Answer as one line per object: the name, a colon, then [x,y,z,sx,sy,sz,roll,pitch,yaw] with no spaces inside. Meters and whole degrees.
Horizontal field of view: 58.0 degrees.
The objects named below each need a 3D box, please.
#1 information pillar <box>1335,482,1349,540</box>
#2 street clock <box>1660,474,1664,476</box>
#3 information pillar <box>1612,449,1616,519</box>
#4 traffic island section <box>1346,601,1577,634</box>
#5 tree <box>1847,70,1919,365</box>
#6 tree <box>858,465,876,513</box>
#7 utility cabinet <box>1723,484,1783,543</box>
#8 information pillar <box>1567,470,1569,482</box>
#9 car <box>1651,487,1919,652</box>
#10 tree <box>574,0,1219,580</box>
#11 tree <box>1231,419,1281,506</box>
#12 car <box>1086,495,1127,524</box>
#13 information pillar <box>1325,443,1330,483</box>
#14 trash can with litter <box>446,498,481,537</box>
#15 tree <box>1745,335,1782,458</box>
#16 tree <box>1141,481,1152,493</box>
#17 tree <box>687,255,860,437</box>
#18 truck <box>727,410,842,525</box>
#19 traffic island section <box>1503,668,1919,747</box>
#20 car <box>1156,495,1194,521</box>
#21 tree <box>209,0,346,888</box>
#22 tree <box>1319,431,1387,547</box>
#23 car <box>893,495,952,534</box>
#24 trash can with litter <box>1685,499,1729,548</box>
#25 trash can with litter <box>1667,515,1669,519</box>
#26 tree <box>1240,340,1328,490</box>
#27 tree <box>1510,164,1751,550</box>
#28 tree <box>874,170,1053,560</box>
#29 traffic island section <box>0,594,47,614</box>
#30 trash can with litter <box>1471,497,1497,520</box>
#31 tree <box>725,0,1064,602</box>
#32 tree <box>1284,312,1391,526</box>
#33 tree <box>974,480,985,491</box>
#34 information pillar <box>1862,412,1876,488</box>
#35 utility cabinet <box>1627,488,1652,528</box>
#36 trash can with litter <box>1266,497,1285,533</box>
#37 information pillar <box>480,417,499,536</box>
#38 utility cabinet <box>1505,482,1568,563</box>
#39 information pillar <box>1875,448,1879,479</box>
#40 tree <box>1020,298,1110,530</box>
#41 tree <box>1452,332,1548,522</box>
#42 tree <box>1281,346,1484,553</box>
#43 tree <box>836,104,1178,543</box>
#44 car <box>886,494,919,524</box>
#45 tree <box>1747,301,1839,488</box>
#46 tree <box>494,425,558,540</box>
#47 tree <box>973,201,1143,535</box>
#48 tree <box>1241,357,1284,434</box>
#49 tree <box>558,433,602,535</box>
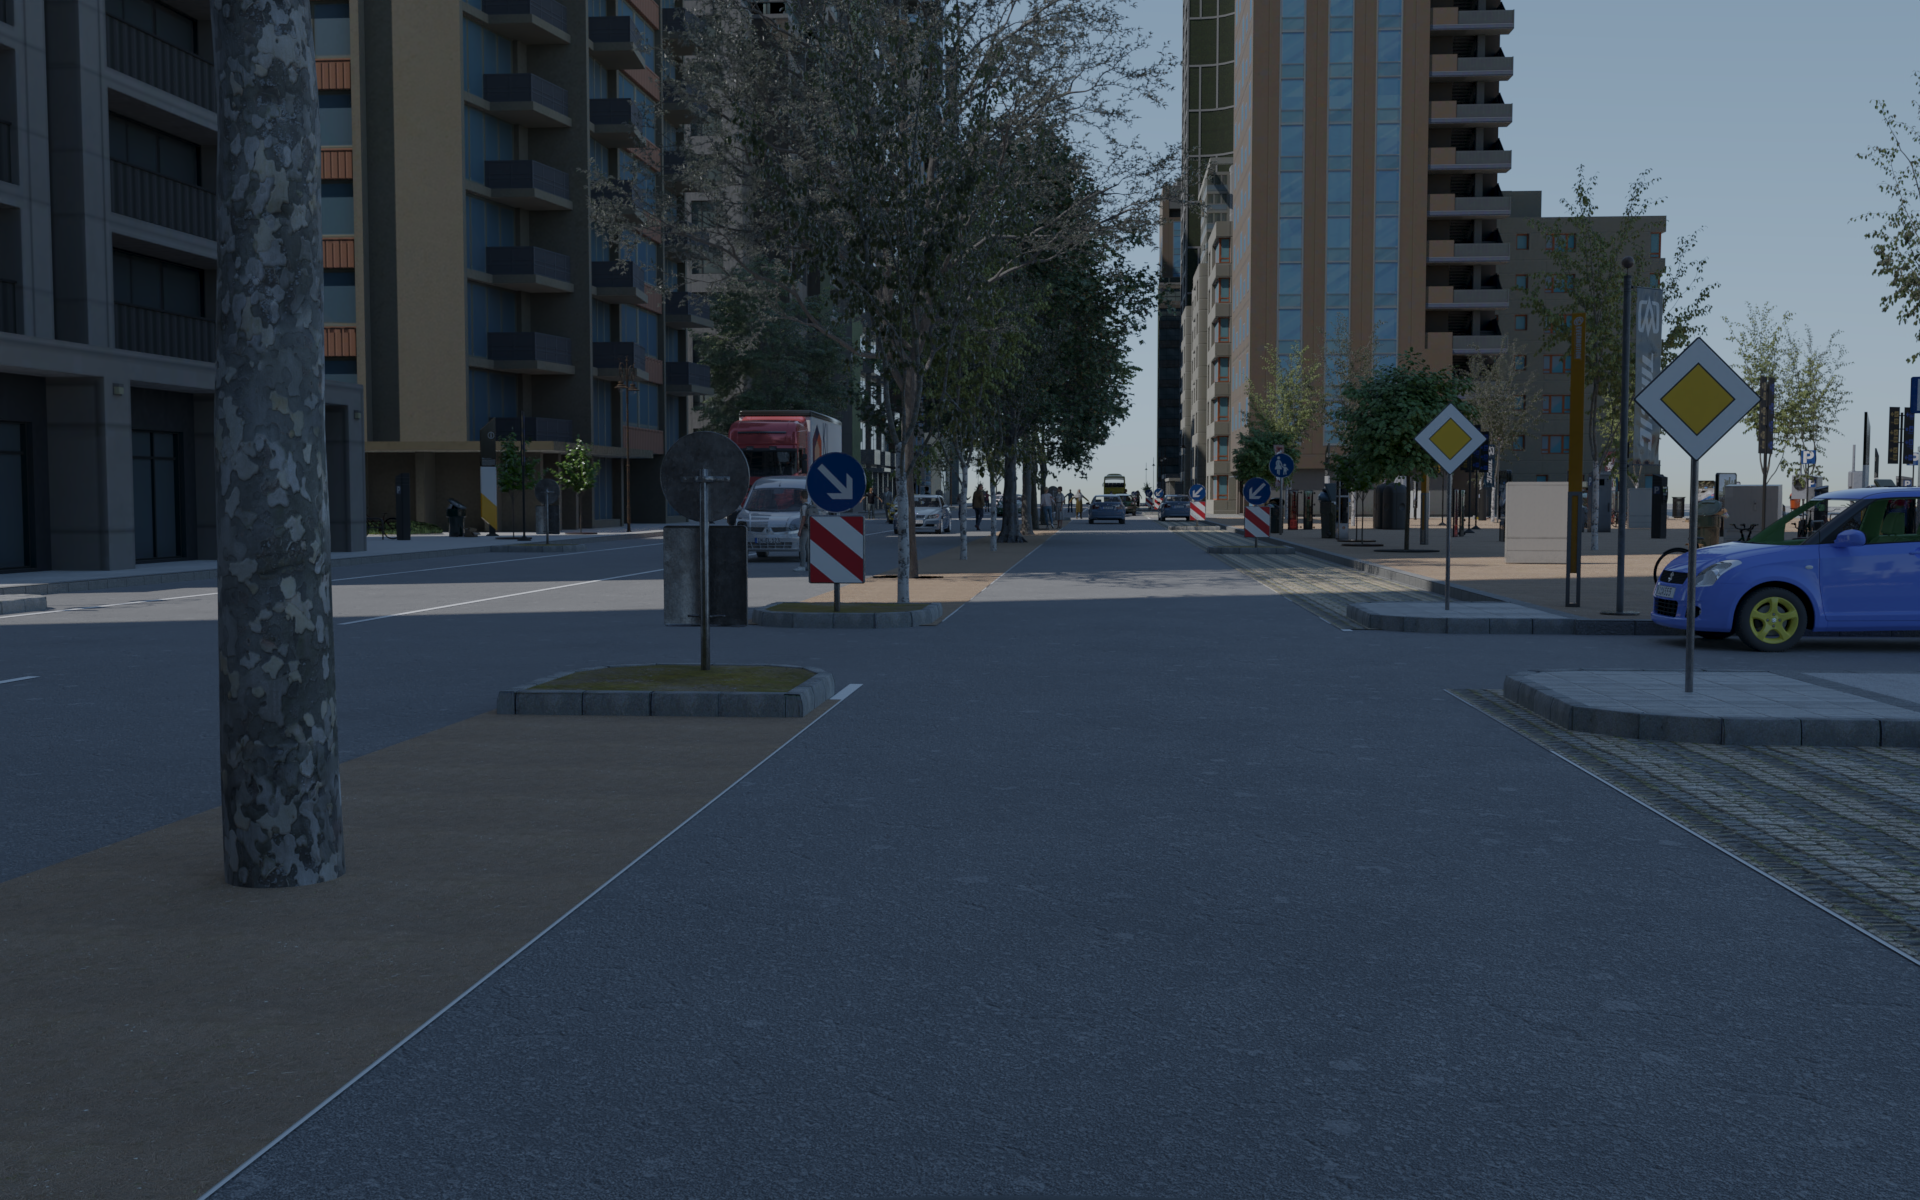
information pillar: [10.763,-2.706,48.733,0.304,2.012,0.304,0,4,-5]
street clock: [25.368,-3.567,62.889,0.358,2.002,0.471,0,4,-3]
information pillar: [33.784,-6.025,89.867,0.504,3.616,0.183,-1,4,-12]
traffic island section: [5.417,0.189,19.192,2.009,0.180,2.903,0,4,5]
tree: [17.466,-4.866,29.914,4.360,8.622,3.978,0,3,0]
tree: [-6.485,-7.440,116.242,1.663,3.219,1.824,0,3,0]
utility cabinet: [18.285,-1.913,39.959,1.173,1.500,0.318,3,5,42]
information pillar: [18.461,-2.914,52.140,0.304,2.012,0.304,-1,4,-9]
car: [8.517,-0.412,16.333,3.694,1.707,1.945,0,4,5]
tree: [-0.896,-7.111,29.092,12.009,13.543,11.850,0,3,0]
tree: [13.315,-5.617,75.559,4.285,4.588,4.351,0,3,0]
car: [7.112,-4.407,84.064,2.014,1.417,4.499,0,4,4]
information pillar: [16.774,-5.367,79.103,0.183,3.616,0.504,0,4,-5]
trash can with litter: [-14.776,-2.460,51.600,1.055,1.170,0.624,1,4,18]
tree: [36.217,-7.573,74.177,4.360,8.622,3.978,0,3,0]
tree: [26.947,-15.572,249.209,1.663,3.219,1.824,0,3,0]
tree: [-9.691,-11.268,90.883,9.857,13.997,8.962,0,3,0]
truck: [-6.034,-4.361,60.218,2.839,4.237,11.283,0,4,4]
traffic island section: [4.745,0.676,11.235,2.009,0.180,2.903,0,4,5]
car: [11.419,-4.864,91.536,2.014,1.417,4.499,0,4,4]
tree: [-1.380,-8.963,4.894,12.611,20.169,13.585,0,3,0]
tree: [9.803,-2.940,42.673,1.663,3.219,1.824,0,3,0]
car: [-1.344,-3.160,63.664,2.014,1.417,4.499,0,4,6]
trash can with litter: [15.121,-1.451,35.110,0.624,1.170,1.055,3,5,39]
trash can with litter: [35.390,-4.744,88.620,1.678,1.210,2.233,-3,4,-36]
tree: [15.484,-8.071,82.317,4.737,8.622,4.395,0,3,0]
tree: [14.734,-5.437,39.265,4.737,8.622,4.395,0,3,0]
tree: [0.056,-5.188,37.648,4.737,8.622,4.395,0,3,0]
traffic island section: [-12.411,0.097,20.697,2.009,0.180,2.903,0,4,5]
trash can with litter: [26.757,-4.665,87.332,2.233,1.210,1.678,2,4,25]
tree: [-0.704,-4.166,20.926,4.360,8.622,3.978,0,3,0]
tree: [15.703,-7.267,69.181,4.360,8.622,3.978,0,3,0]
tree: [2.838,-14.511,231.852,1.663,3.219,1.824,0,3,0]
information pillar: [25.867,-3.554,49.469,0.183,3.616,0.504,3,4,39]
utility cabinet: [25.261,-3.377,63.894,1.173,1.500,0.318,1,4,9]
trash can with litter: [10.302,-2.773,56.732,0.624,1.170,1.055,0,4,6]
information pillar: [-14.337,-3.752,52.702,0.504,3.616,0.183,-3,4,-37]
utility cabinet: [10.625,-1.411,31.754,1.173,1.500,0.318,1,4,12]
information pillar: [46.455,-5.901,87.840,0.183,3.616,0.504,1,4,12]
tree: [3.781,-9.247,79.396,9.928,11.665,9.643,0,3,0]
tree: [24.793,-7.926,79.955,4.360,8.622,3.978,0,3,0]
tree: [9.873,-3.348,38.461,4.285,4.588,4.351,0,3,0]
tree: [1.478,-8.011,50.441,9.611,12.733,9.660,0,3,0]
car: [-2.525,-4.528,84.254,2.015,1.641,3.980,0,4,3]
tree: [30.617,-7.041,65.483,4.737,8.622,4.395,0,3,0]
tree: [-12.720,-3.329,49.031,1.663,3.219,1.824,0,3,0]
tree: [2.405,-8.508,59.685,7.486,12.596,7.792,0,3,0]
tree: [16.693,-8.474,88.912,4.360,8.622,3.978,0,3,0]
tree: [-12.223,-3.702,55.131,1.663,3.219,1.824,0,3,0]
